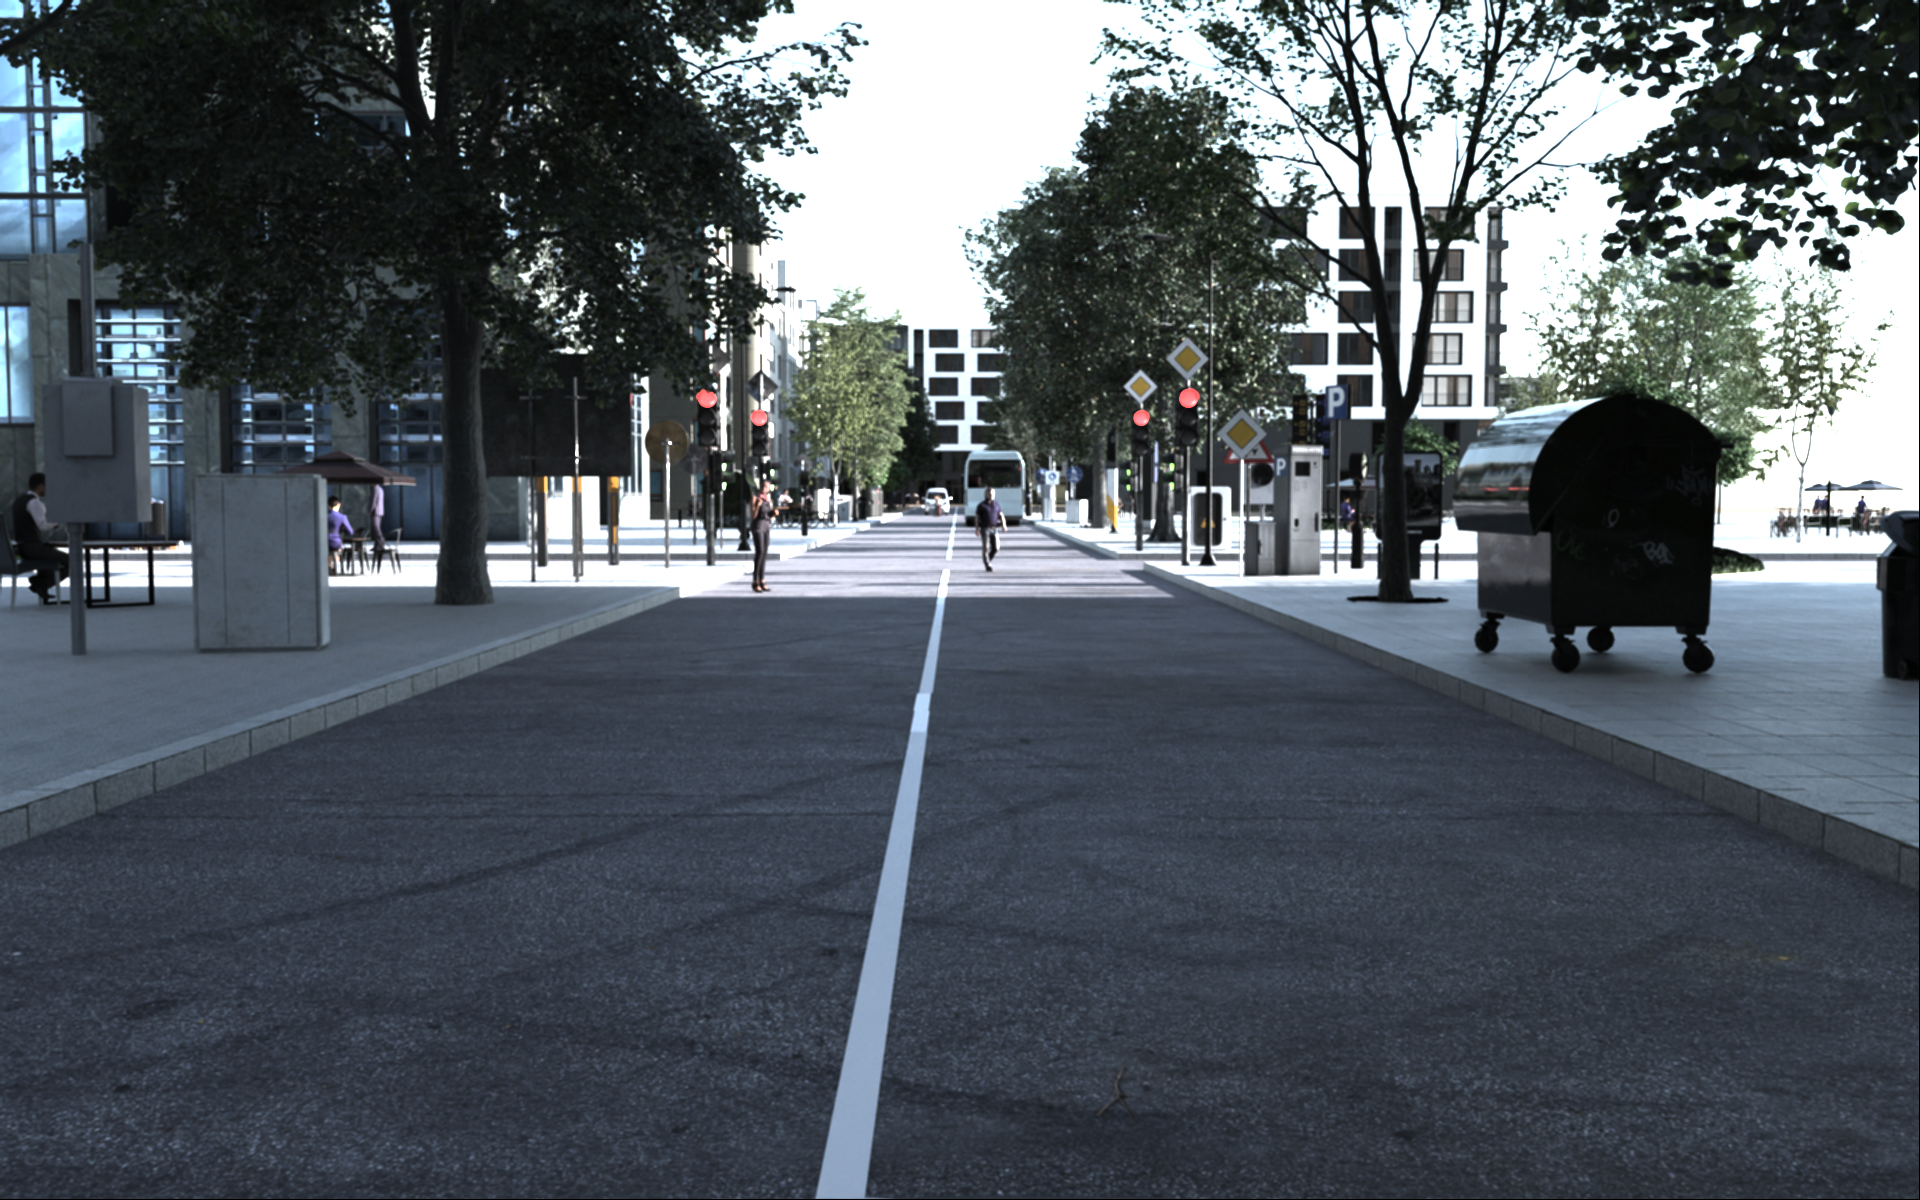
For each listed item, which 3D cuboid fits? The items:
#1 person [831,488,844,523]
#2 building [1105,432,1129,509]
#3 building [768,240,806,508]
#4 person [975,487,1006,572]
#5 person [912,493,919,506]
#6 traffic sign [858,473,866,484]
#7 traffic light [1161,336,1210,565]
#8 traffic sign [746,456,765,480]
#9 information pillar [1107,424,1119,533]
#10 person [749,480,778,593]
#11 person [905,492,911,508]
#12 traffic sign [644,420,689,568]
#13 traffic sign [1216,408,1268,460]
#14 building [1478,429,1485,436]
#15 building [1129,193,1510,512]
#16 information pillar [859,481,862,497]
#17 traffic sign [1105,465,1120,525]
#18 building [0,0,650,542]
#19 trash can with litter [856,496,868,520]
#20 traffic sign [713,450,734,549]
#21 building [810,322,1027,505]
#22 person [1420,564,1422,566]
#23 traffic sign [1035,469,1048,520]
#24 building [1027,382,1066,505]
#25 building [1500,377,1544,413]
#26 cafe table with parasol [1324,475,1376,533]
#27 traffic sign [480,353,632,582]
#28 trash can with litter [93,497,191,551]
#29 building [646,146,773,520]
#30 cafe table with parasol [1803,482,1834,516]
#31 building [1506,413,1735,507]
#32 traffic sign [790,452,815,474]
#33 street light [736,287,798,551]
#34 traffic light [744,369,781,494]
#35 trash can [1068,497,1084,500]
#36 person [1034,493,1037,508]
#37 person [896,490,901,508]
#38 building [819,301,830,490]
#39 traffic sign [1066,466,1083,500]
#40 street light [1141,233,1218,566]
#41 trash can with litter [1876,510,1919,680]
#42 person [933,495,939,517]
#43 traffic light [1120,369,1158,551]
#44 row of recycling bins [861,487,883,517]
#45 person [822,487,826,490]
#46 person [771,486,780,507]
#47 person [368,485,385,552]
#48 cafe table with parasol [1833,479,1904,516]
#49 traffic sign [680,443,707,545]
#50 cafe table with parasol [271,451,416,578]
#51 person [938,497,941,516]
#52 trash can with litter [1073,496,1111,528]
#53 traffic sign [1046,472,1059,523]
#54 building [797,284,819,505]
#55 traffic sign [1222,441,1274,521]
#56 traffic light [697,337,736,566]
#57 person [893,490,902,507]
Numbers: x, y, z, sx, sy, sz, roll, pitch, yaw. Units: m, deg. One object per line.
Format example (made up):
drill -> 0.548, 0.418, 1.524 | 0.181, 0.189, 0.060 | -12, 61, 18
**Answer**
person -> -5.421, -4.135, 76.017 | 0.453, 1.535, 0.546 | 3, 5, 44
building -> 20.790, -18.367, 166.757 | 16.747, 18.905, 31.486 | 0, 3, 0
building -> -21.408, -16.160, 130.666 | 16.747, 18.905, 31.486 | 0, 3, 0
person -> 0.583, -1.304, 32.028 | 0.569, 1.553, 0.471 | 0, 4, 7
person -> -4.870, -11.146, 191.461 | 0.628, 1.438, 0.799 | 2, 4, 32
traffic sign -> -5.980, -6.322, 103.473 | 0.768, 2.556, 0.104 | 0, 4, 4
traffic light -> 4.038, -2.577, 31.053 | 0.839, 4.253, 0.868 | 0, 3, 0
traffic sign -> -6.851, -3.521, 57.674 | 0.768, 2.556, 0.104 | 0, 4, 5
information pillar -> 5.000, -4.001, 56.777 | 0.183, 3.616, 0.504 | -2, 4, -31
person -> -2.877, -0.944, 25.403 | 0.415, 1.643, 0.593 | -1, 4, -13
person -> -4.656, -9.075, 157.611 | 0.628, 1.438, 0.799 | -1, 4, -11
traffic sign -> -5.049, -1.817, 29.811 | 0.768, 2.556, 0.104 | 0, 4, 1
traffic sign -> 4.312, -1.633, 26.426 | 0.795, 2.593, 0.064 | 0, 4, 0
building -> 45.564, -19.468, 174.720 | 11.380, 20.091, 16.016 | 0, 3, 0
building -> 26.863, -17.758, 134.311 | 27.936, 21.610, 32.646 | 0, 3, 0
information pillar -> -5.929, -5.901, 100.970 | 0.304, 2.012, 0.304 | -2, 4, -33
traffic sign -> 6.145, -4.331, 70.922 | 0.768, 2.556, 0.104 | 0, 4, 3
building -> -23.086, -45.687, 59.652 | 22.319, 86.520, 31.000 | 0, 3, 0
trash can with litter -> -4.986, -4.603, 86.641 | 0.624, 1.170, 1.055 | -1, 4, -16
traffic sign -> -5.548, -2.330, 40.228 | 0.606, 2.300, 0.079 | 0, 4, 3
building -> -8.311, -22.958, 219.342 | 32.646, 21.610, 27.936 | 0, 3, 0
person -> 8.035, -1.384, 30.939 | 0.388, 1.546, 0.482 | -1, 4, -15
traffic sign -> 4.139, -5.275, 86.350 | 0.768, 2.556, 0.104 | 0, 4, 7
building -> 23.957, -21.285, 214.474 | 31.486, 18.905, 16.747 | 0, 3, 0
building -> 55.442, -21.306, 214.804 | 31.486, 18.905, 16.747 | 0, 3, 0
cafe table with parasol -> 13.304, -3.199, 57.173 | 2.610, 1.966, 2.610 | 3, 5, 40
traffic sign -> -5.887, -1.910, 25.101 | 2.265, 3.308, 0.079 | 0, 4, 1
trash can with litter -> -18.819, -1.764, 39.901 | 2.233, 1.210, 1.678 | 1, 4, 9
building -> -26.148, -15.564, 99.513 | 27.650, 21.520, 28.899 | 0, 3, 0
cafe table with parasol -> 50.769, -5.864, 100.746 | 2.610, 1.966, 2.610 | 3, 4, 36
building -> 65.676, -14.437, 178.191 | 28.070, 9.664, 9.099 | 0, 3, 0
traffic sign -> -4.955, -3.345, 54.430 | 0.795, 2.593, 0.064 | 0, 4, 5
street light -> -4.330, -4.059, 38.909 | 1.470, 5.913, 1.316 | 0, 3, 0
traffic light -> -4.467, -3.064, 39.017 | 0.839, 4.253, 0.868 | 0, 3, 0
trash can -> 5.361, -4.186, 80.087 | 0.748, 1.137, 0.748 | 0, 3, 0
person -> 7.032, -9.258, 158.880 | 0.415, 1.643, 0.593 | 2, 4, 24
person -> -5.659, -9.272, 158.087 | 0.568, 1.767, 0.683 | -1, 4, -22
building -> -19.058, -19.457, 174.543 | 11.380, 20.091, 16.016 | 0, 3, 0
traffic sign -> 5.210, -4.828, 79.037 | 0.768, 2.556, 0.104 | 1, 4, 10
street light -> 3.931, -3.578, 31.040 | 1.470, 5.913, 1.316 | 0, 3, 0
trash can with litter -> 6.750, -0.027, 11.832 | 0.624, 1.170, 1.055 | 0, 4, -1
person -> -1.525, -6.008, 110.639 | 0.340, 1.345, 0.435 | 1, 4, 11
traffic light -> 4.034, -3.065, 39.038 | 0.839, 4.253, 0.868 | 0, 3, 0
row of recycling bins -> -4.949, -5.473, 96.589 | 1.069, 1.692, 3.534 | 0, 4, 5
person -> -9.189, -6.815, 118.204 | 0.721, 1.736, 1.217 | 1, 4, 23
person -> -11.764, -6.364, 110.214 | 0.598, 1.807, 0.434 | 2, 4, 31
person -> -13.044, -1.940, 38.678 | 0.530, 1.710, 0.541 | 1, 4, 9
cafe table with parasol -> 41.077, -4.479, 78.103 | 2.610, 1.966, 2.610 | 2, 4, 32
traffic sign -> -6.684, -2.659, 43.588 | 0.768, 2.556, 0.104 | 0, 4, 2
cafe table with parasol -> -9.787, -1.376, 27.366 | 2.610, 1.966, 2.610 | -3, 4, -37
person -> -1.373, -6.120, 112.474 | 0.435, 1.345, 0.340 | 2, 4, 28
trash can with litter -> 5.151, -3.384, 66.378 | 1.678, 1.210, 2.233 | 0, 4, 3
traffic sign -> 4.102, -4.578, 76.973 | 0.606, 2.300, 0.079 | 1, 4, 8
building -> -21.170, -18.082, 152.054 | 16.016, 20.091, 11.380 | 0, 3, 0
traffic sign -> 4.962, -1.825, 29.837 | 0.884, 2.594, 0.081 | 0, 4, 7
traffic light -> -4.463, -2.576, 31.032 | 0.839, 4.253, 0.868 | 0, 3, 0
person -> -6.406, -10.051, 170.464 | 1.350, 1.814, 0.705 | 1, 4, 17
